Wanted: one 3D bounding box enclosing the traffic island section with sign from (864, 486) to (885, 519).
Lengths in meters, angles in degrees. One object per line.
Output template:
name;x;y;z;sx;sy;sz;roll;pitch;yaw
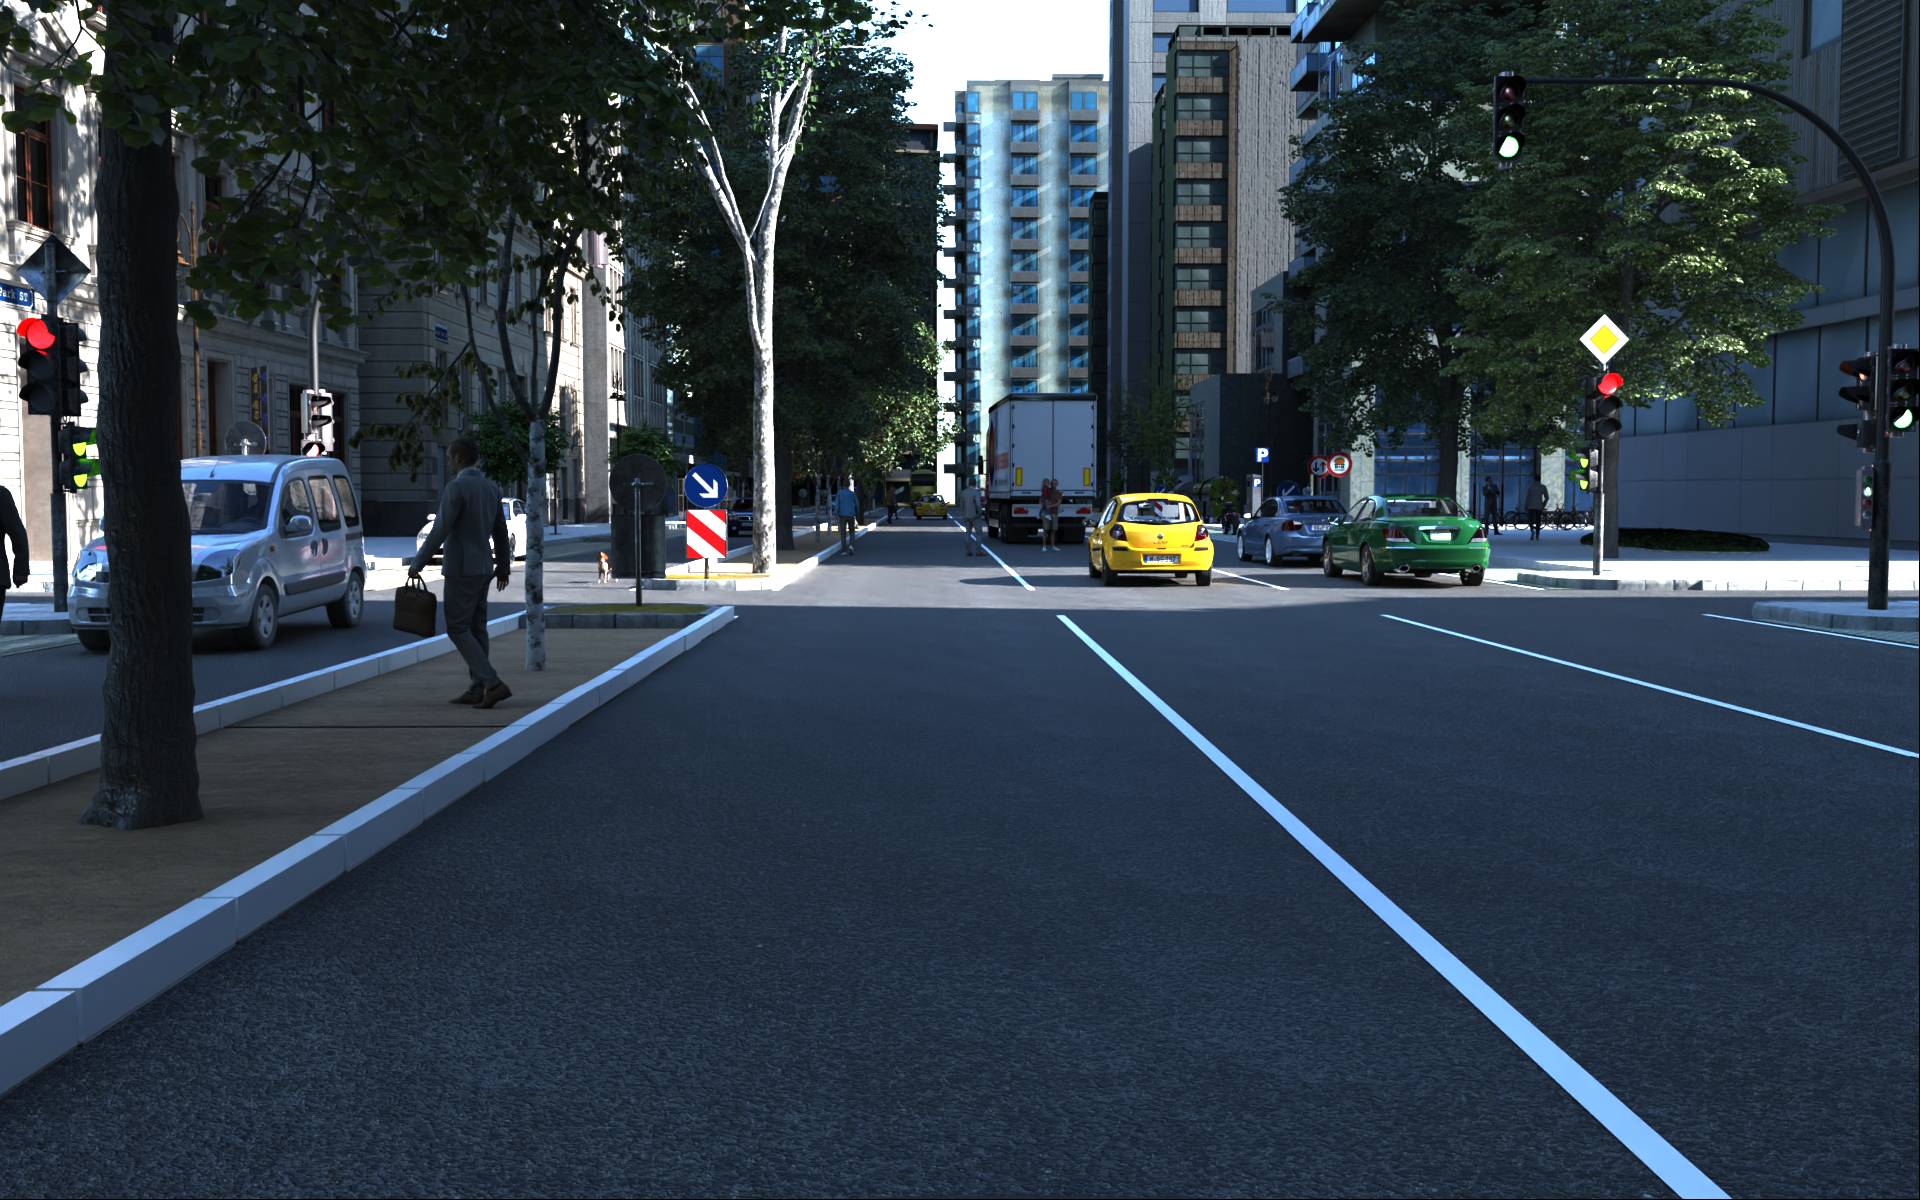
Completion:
traffic island section with sign;-5.337;-5.727;101.780;2.006;1.907;1.989;0;4;-1

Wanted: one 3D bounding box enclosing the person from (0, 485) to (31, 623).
person;-6.724;-0.176;11.772;0.661;1.777;0.834;-1;4;-13

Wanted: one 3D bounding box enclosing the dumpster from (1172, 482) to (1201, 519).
dumpster;10.875;-4.702;82.635;1.264;1.857;1.865;0;4;-1

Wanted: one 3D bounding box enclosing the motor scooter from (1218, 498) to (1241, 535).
motor scooter;9.461;-2.929;60.661;0.815;1.314;1.986;0;4;-2

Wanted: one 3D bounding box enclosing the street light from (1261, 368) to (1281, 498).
street light;11.411;-5.564;63.765;0.468;5.910;1.993;0;4;-1

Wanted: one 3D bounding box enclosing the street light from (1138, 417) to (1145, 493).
street light;10.648;-7.853;101.178;0.468;5.910;1.993;0;4;-1

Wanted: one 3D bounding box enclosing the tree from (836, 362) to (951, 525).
tree;-4.592;-8.777;80.376;8.767;10.594;7.601;0;4;-1

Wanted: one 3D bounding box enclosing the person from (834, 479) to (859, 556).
person;-2.632;-1.923;40.283;0.601;1.785;0.444;-1;4;-8

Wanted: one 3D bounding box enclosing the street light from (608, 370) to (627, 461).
street light;-12.785;-5.629;64.817;0.468;5.910;1.993;0;4;-1

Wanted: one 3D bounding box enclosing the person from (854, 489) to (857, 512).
person;-6.623;-6.157;109.879;1.217;1.743;0.721;1;4;22

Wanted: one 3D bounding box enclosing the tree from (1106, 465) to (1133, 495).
tree;10.404;-7.295;113.868;1.663;3.219;1.824;0;3;0

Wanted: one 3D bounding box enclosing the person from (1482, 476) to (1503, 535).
person;16.736;-2.972;54.444;0.655;1.846;0.447;0;4;-5

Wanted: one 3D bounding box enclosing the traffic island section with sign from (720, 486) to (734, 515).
traffic island section with sign;-10.716;-4.350;79.755;1.989;1.847;2.006;0;4;-1

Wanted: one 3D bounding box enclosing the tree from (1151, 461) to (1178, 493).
tree;11.662;-6.387;99.030;1.663;3.219;1.824;0;3;0

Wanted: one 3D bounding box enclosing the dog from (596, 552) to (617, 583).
dog;-5.706;-0.533;27.996;0.406;0.507;0.540;-2;4;-28

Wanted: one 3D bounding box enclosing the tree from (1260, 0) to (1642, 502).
tree;12.631;-8.411;44.180;9.857;13.997;8.962;0;3;0

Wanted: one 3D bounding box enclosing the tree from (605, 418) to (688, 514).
tree;-13.223;-5.426;72.427;4.285;4.588;4.351;0;3;0

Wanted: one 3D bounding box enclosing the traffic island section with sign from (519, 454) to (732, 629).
traffic island section with sign;-3.682;-0.680;19.250;2.006;1.907;1.989;0;4;-1

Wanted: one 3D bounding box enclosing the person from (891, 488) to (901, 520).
person;-3.668;-5.378;96.532;0.767;1.812;0.694;0;4;1

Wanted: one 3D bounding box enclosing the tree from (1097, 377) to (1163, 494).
tree;10.454;-9.663;108.349;4.360;8.622;3.978;0;3;0

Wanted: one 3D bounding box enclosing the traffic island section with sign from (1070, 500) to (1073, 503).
traffic island section with sign;8.024;-7.377;129.238;1.989;1.847;2.006;0;4;-1

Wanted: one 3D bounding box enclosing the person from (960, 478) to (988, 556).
person;0.289;-1.926;40.093;0.635;1.810;0.391;2;4;31

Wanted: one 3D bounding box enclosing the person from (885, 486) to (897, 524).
person;-3.311;-4.557;82.912;0.656;1.842;0.836;1;4;16

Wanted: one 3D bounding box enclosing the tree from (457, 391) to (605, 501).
tree;-13.547;-4.231;52.894;4.285;4.588;4.351;0;3;0

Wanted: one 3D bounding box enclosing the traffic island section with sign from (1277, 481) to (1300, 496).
traffic island section with sign;9.567;-2.645;51.867;1.989;1.847;2.006;0;4;-1

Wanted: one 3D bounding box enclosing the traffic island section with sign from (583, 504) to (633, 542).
traffic island section with sign;-10.158;-2.655;52.034;1.989;1.847;2.006;0;4;-1

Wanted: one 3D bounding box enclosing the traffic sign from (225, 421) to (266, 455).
traffic sign;-12.452;-1.839;30.181;0.768;2.556;0.104;0;4;8

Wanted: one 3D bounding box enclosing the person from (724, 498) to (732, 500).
person;-10.866;-4.443;81.499;0.624;1.780;0.694;-2;4;-33

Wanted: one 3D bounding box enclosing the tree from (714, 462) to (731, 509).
tree;-14.503;-6.618;102.804;1.663;3.219;1.824;0;3;0

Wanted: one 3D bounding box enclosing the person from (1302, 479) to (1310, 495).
person;11.940;-3.230;59.042;0.511;1.800;0.466;-2;4;-28

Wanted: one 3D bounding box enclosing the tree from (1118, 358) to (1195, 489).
tree;10.681;-8.665;92.039;4.737;8.622;4.395;0;3;0

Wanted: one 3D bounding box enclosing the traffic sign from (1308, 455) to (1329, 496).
traffic sign;11.720;-3.450;56.520;0.768;2.556;0.104;0;4;7

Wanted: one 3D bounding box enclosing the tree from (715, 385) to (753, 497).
tree;-14.117;-9.863;111.622;4.737;8.622;4.395;0;3;0

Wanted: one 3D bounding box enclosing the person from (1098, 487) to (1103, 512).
person;10.025;-7.200;123.839;0.705;1.814;1.350;0;4;6

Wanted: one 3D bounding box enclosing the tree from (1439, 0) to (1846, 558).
tree;13.421;-7.110;34.374;7.486;12.596;7.792;0;3;0

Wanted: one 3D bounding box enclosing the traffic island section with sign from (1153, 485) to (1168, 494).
traffic island section with sign;9.013;-4.339;79.578;1.989;1.847;2.006;0;4;-1

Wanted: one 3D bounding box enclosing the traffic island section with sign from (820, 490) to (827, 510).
traffic island section with sign;-12.250;-9.049;156.578;1.989;1.847;2.006;0;4;-1

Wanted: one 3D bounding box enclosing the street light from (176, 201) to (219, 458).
street light;-12.114;-3.347;27.509;0.468;5.910;1.993;0;4;-1

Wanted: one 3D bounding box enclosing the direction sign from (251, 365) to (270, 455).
direction sign;-12.437;-2.377;30.859;0.379;3.537;0.876;-3;4;-39

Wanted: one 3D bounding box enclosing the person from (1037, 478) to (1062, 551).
person;2.227;-2.133;43.344;0.573;1.828;0.580;2;4;35

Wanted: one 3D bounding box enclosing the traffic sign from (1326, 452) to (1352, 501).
traffic sign;11.385;-3.176;52.041;0.768;2.556;0.104;0;4;6

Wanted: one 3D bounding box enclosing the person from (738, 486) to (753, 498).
person;-14.104;-6.634;114.526;1.348;1.823;0.705;1;4;11

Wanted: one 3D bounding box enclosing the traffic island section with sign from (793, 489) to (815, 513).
traffic island section with sign;-11.716;-7.401;129.628;1.989;1.847;2.006;0;4;-1

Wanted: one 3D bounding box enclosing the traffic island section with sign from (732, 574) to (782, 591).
traffic island section with sign;-3.821;-1.133;26.656;2.006;1.907;1.989;0;4;-1

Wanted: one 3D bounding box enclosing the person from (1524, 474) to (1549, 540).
person;16.030;-2.585;48.149;0.661;1.843;0.795;1;4;10

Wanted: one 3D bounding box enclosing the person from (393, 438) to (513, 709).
person;-3.344;-0.187;11.679;0.853;1.813;0.709;1;4;18
